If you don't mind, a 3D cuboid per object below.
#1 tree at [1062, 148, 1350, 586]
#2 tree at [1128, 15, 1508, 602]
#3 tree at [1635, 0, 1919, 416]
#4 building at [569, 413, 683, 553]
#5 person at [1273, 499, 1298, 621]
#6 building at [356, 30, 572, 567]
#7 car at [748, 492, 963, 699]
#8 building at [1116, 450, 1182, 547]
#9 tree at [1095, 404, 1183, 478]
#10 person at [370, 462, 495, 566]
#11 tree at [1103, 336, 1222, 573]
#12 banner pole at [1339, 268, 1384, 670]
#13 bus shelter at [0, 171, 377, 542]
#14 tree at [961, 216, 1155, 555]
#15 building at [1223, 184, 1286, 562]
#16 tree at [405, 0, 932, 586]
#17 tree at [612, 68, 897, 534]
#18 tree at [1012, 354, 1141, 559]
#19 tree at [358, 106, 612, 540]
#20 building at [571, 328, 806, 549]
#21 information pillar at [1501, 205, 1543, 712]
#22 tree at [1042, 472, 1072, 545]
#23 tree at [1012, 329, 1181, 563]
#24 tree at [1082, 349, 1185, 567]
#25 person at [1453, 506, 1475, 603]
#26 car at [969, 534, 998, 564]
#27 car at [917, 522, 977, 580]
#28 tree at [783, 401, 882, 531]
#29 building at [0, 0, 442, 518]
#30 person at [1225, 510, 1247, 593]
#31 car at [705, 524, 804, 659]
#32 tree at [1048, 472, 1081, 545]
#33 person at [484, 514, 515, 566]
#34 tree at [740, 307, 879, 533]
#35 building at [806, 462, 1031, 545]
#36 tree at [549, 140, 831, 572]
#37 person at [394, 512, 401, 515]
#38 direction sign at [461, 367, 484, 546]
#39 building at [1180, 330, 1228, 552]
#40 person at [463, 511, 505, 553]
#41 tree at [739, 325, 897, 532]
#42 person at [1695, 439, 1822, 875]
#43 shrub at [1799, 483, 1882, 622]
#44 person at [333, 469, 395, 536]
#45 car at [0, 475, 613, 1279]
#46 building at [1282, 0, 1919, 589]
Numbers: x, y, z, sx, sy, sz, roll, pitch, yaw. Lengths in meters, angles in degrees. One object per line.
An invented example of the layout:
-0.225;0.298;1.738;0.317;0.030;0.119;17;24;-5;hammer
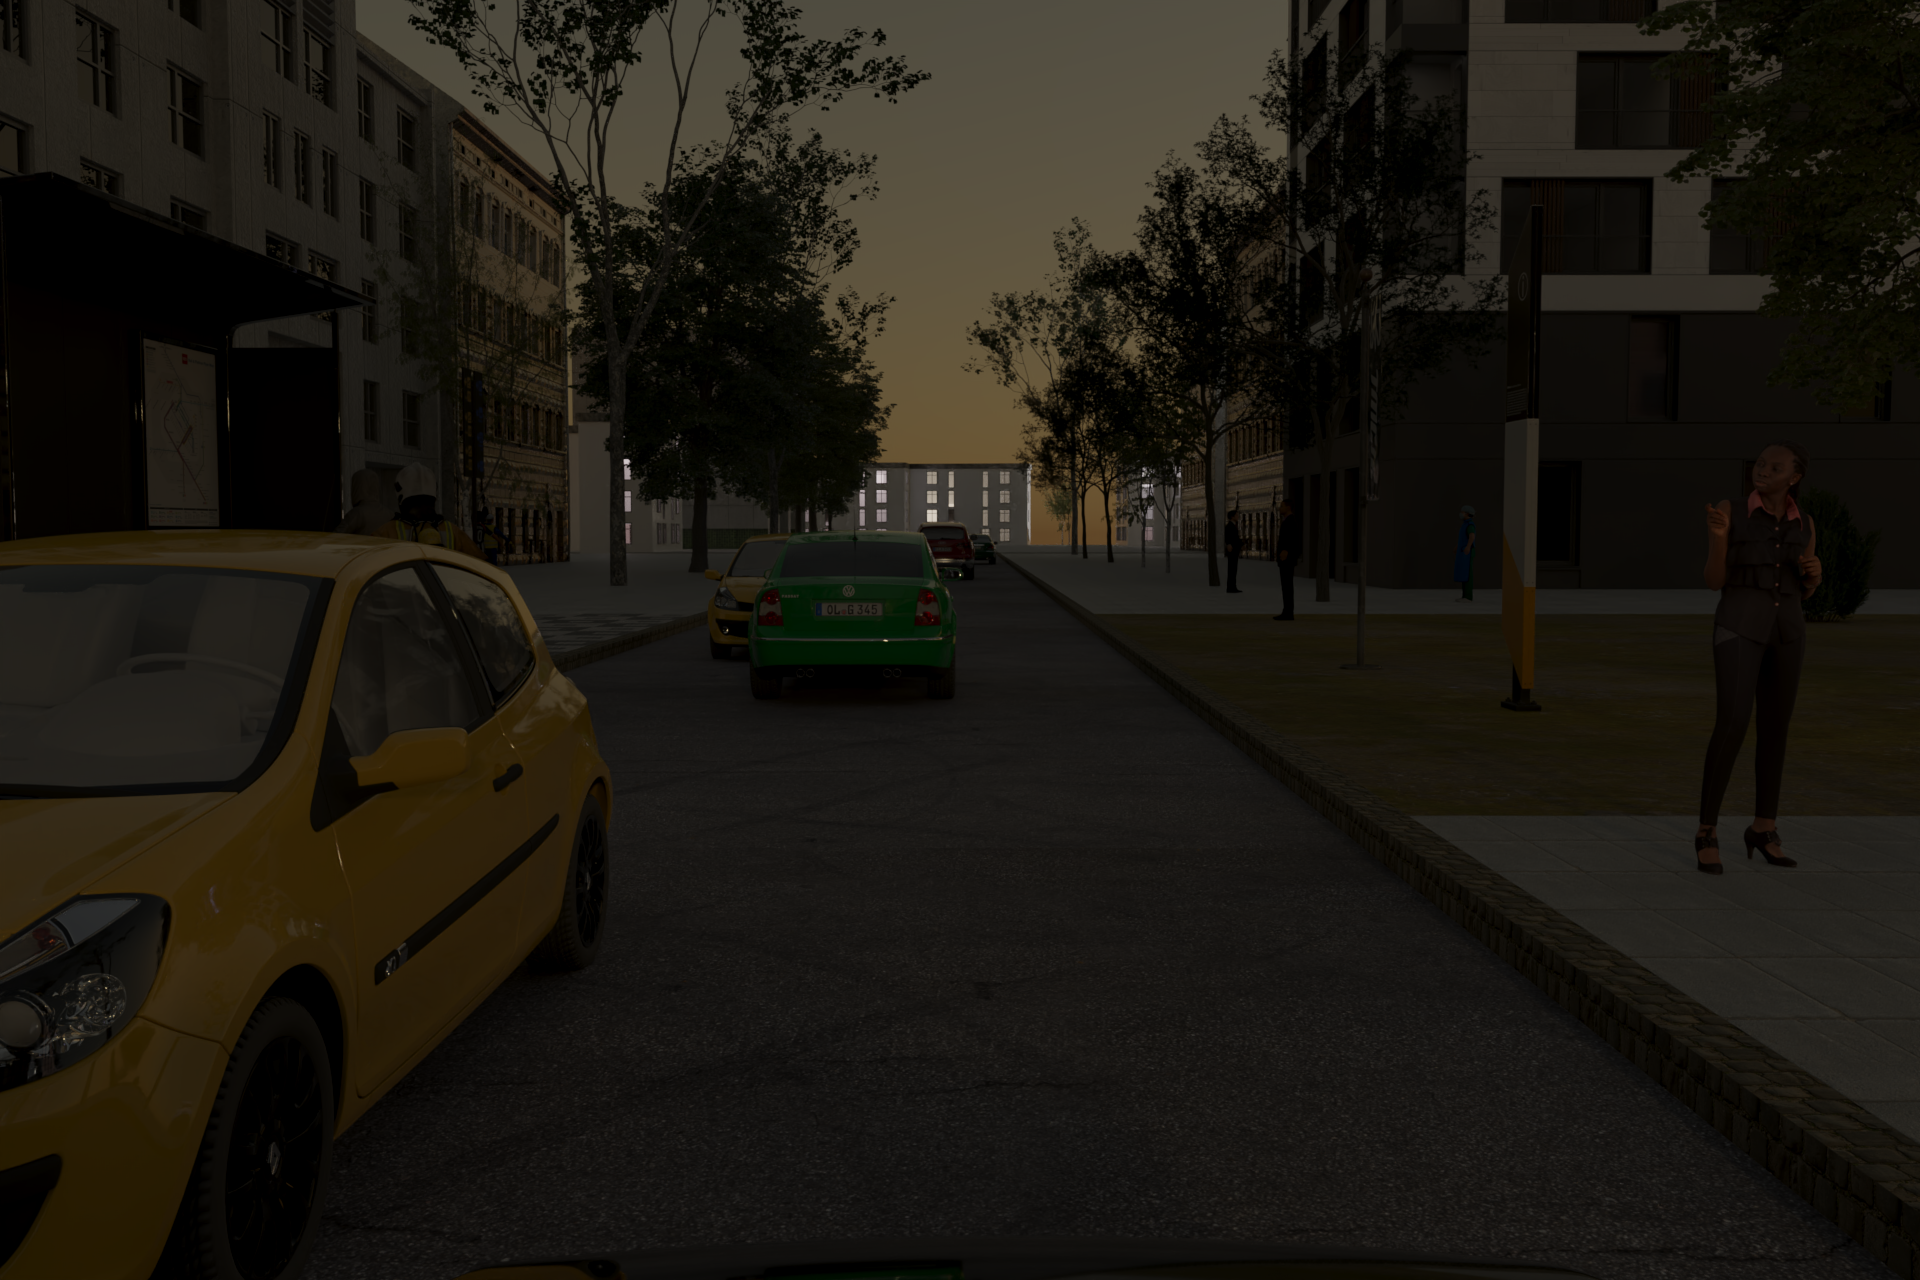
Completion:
5.944;-6.609;42.464;7.601;10.594;8.767;1;4;10;tree
6.634;-5.988;32.322;8.767;10.594;7.601;3;5;42;tree
10.726;-6.061;17.220;7.486;12.596;7.792;0;3;0;tree
-25.890;-11.727;133.876;9.099;9.664;28.070;0;4;-1;building
4.848;-1.199;25.821;0.704;1.802;1.346;0;4;7;person
-27.292;-14.649;70.447;19.493;23.208;18.063;0;4;0;building
-0.940;-0.464;16.390;1.959;1.807;4.718;0;4;-1;car
21.979;-14.623;181.240;9.099;9.664;28.070;0;3;0;building
21.300;-21.395;205.691;12.611;20.169;13.585;0;3;0;tree
-3.246;-0.131;10.364;1.354;1.858;0.705;-2;4;-34;person
6.843;-6.536;57.234;4.737;8.622;4.395;0;3;0;tree
3.821;-1.600;16.172;0.401;3.779;0.863;0;4;0;banner pole
-6.717;-1.412;14.373;1.731;3.624;6.357;0;4;0;bus shelter
6.274;-15.316;106.309;12.611;20.169;13.585;0;3;0;tree
23.658;-15.519;84.669;19.493;23.208;18.063;0;3;0;building
-7.119;-11.374;41.852;12.611;20.169;13.585;0;3;0;tree
-8.908;-13.307;73.461;12.611;20.169;13.585;0;3;0;tree
6.211;-9.528;90.192;7.601;10.594;8.767;-1;4;-11;tree
-8.829;-4.910;30.641;4.360;8.622;3.978;0;3;0;tree
-24.659;-18.215;164.274;16.747;18.905;31.486;0;4;1;building
4.104;-1.303;12.651;0.183;3.616;0.504;0;4;-1;information pillar
11.780;-15.459;203.124;4.737;8.622;4.395;0;3;0;tree
6.523;-8.782;77.995;7.601;10.594;8.767;2;4;30;tree
7.101;-7.087;66.234;4.360;8.622;3.978;0;3;0;tree
9.492;-1.617;32.561;0.704;1.817;1.347;0;4;7;person
0.769;-4.355;83.009;2.131;1.459;4.920;0;4;-1;car
-0.567;-2.877;55.713;2.281;1.827;5.304;0;4;0;car
-8.667;-11.535;114.353;9.928;11.665;9.643;0;3;0;tree
-25.239;-10.636;40.360;16.747;18.905;31.486;0;4;0;building
5.986;-1.935;37.828;0.705;1.806;1.347;2;4;23;person
-2.020;-0.665;21.099;2.015;1.641;3.980;0;3;0;car
12.294;-15.173;198.447;4.737;8.622;4.395;0;3;0;tree
-12.954;-2.562;47.857;1.349;1.833;0.705;1;4;16;person
-7.777;-10.265;85.956;7.486;12.596;7.792;0;3;0;tree
-5.885;-15.845;203.664;28.070;9.664;9.099;0;4;6;building
-8.769;-9.249;57.878;9.857;13.997;8.962;0;3;0;tree
-14.190;-2.317;43.812;1.347;1.837;0.705;1;4;17;person
-6.728;-1.957;23.993;0.379;3.537;0.876;0;4;1;direction sign
27.012;-18.286;129.910;19.493;23.208;18.063;0;4;0;building
-11.257;-2.092;40.355;1.345;1.843;0.704;-2;4;-27;person
-8.366;-11.737;98.552;9.857;13.997;8.962;0;3;0;tree
3.056;0.055;6.608;0.415;1.643;0.593;3;5;43;person
12.554;-1.282;25.385;1.690;2.028;1.600;0;3;0;shrub
-4.894;-0.496;14.242;0.705;1.813;1.348;2;4;23;person
-2.067;0.359;4.354;2.015;1.641;3.980;0;4;1;car
23.985;-12.951;55.726;27.936;21.610;32.646;0;3;0;building
